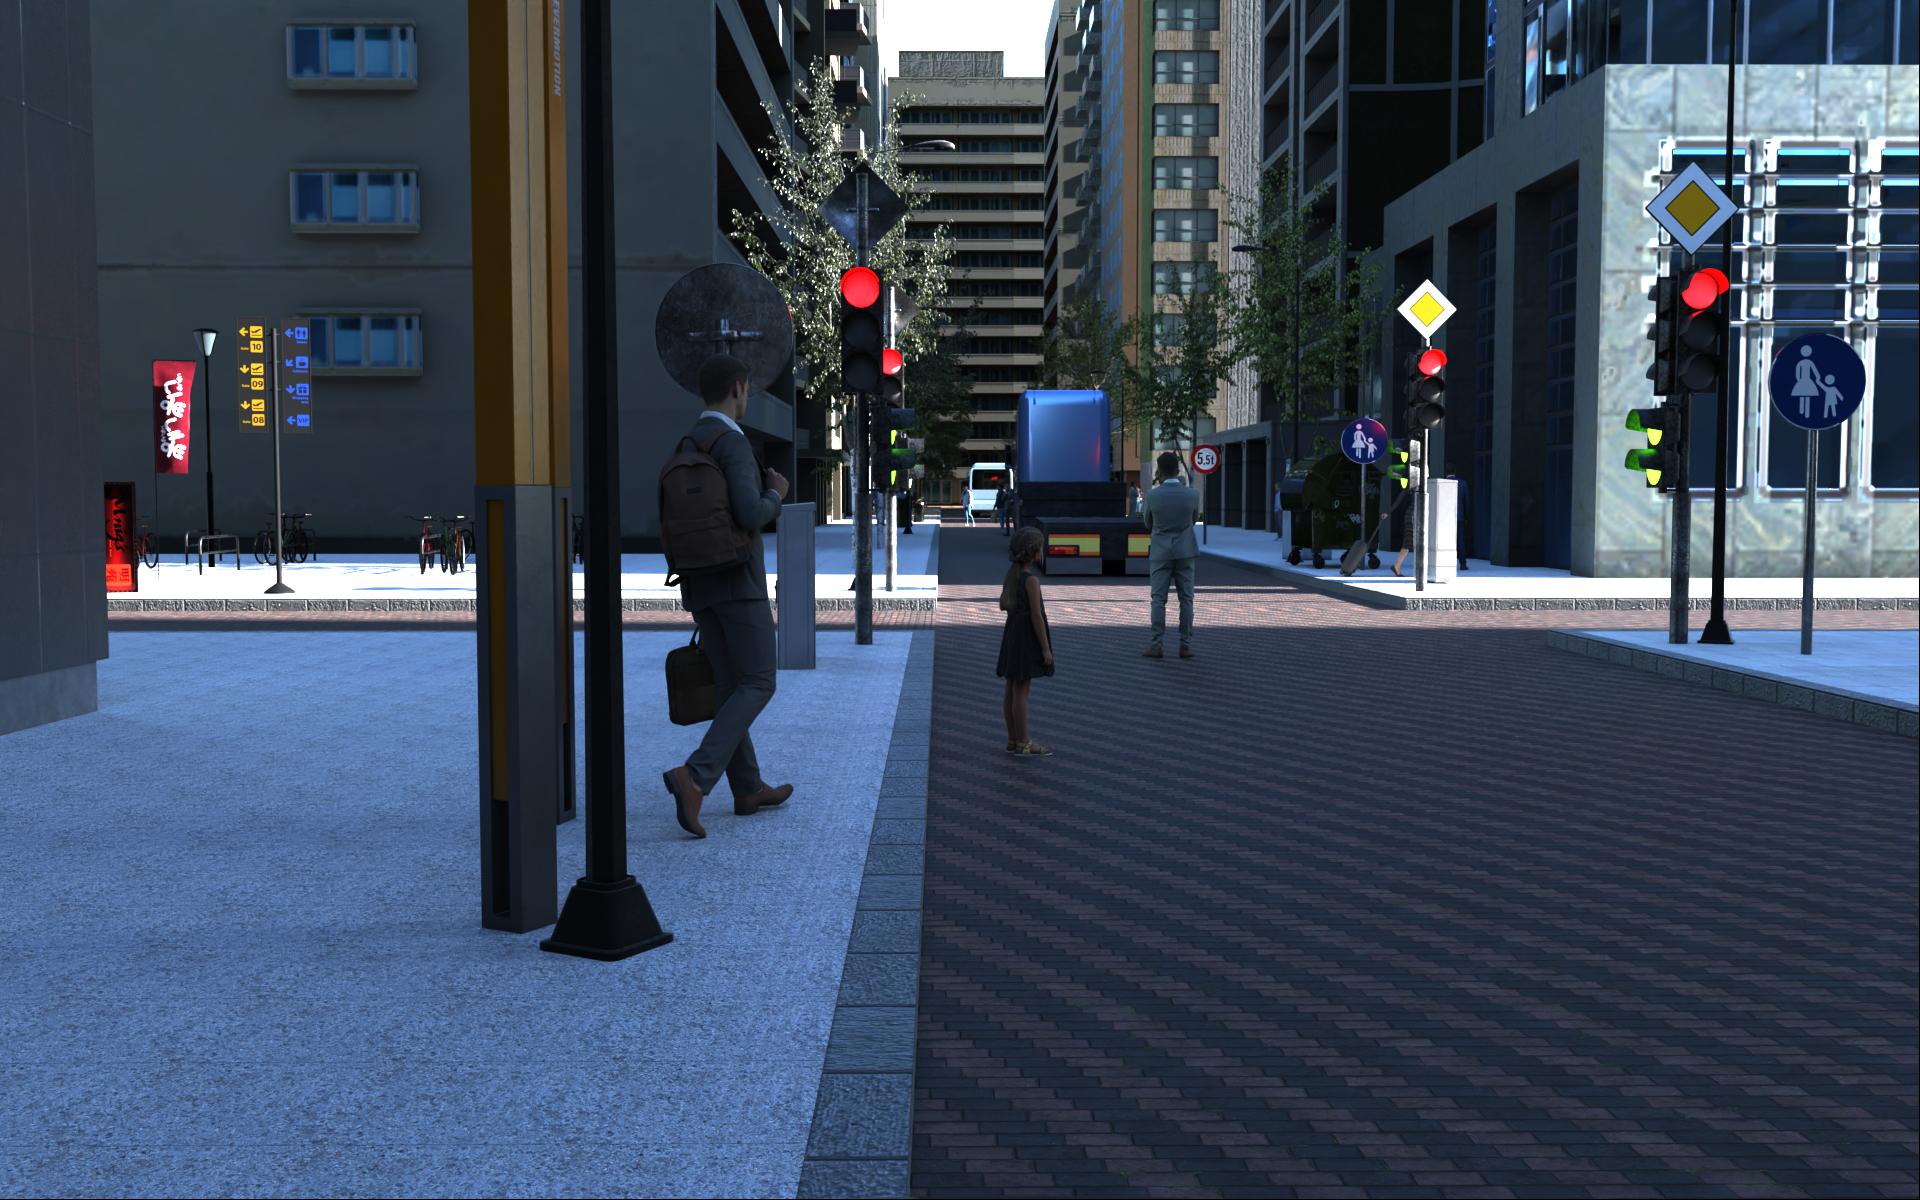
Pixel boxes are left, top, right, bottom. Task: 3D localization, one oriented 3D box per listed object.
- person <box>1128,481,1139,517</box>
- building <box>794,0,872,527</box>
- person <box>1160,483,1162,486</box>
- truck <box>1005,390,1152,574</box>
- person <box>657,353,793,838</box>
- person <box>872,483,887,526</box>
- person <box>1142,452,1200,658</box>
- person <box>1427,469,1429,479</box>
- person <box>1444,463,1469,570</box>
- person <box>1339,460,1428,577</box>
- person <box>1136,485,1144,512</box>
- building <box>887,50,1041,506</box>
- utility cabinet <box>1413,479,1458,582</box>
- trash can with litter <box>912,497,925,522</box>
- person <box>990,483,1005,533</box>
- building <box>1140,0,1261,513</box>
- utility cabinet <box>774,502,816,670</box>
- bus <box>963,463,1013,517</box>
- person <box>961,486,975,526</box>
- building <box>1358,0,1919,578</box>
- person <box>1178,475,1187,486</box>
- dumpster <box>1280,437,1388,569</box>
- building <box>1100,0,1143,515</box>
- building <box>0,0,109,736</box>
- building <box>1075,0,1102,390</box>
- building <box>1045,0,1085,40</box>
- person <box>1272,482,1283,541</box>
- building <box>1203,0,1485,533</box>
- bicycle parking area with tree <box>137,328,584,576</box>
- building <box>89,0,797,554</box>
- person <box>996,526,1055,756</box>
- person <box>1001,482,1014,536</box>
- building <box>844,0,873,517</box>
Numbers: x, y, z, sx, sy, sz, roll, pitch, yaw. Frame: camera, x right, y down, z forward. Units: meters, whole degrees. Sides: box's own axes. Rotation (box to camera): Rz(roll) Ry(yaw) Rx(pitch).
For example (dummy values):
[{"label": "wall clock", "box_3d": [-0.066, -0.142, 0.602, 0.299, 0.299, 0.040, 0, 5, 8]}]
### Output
[{"label": "person", "box_3d": [7.195, -3.996, 71.553, 0.466, 1.800, 0.511, -2, 4, -35]}, {"label": "building", "box_3d": [-15.406, -25.980, 79.393, 22.147, 44.769, 28.867, 0, 4, -1]}, {"label": "person", "box_3d": [6.758, -3.175, 58.162, 0.583, 1.804, 0.606, -3, 5, -45]}, {"label": "truck", "box_3d": [2.678, -3.015, 39.059, 2.967, 4.110, 18.799, 0, 4, 0]}, {"label": "person", "box_3d": [-0.943, -0.046, 6.764, 0.622, 1.834, 0.822, 3, 4, 38]}, {"label": "person", "box_3d": [-3.260, -3.908, 70.040, 0.635, 1.810, 0.391, -1, 4, -20]}, {"label": "person", "box_3d": [1.858, -0.404, 15.289, 0.511, 1.800, 0.466, -1, 4, -14]}, {"label": "person", "box_3d": [8.790, -1.605, 32.557, 0.573, 1.790, 0.520, -2, 4, -32]}, {"label": "person", "box_3d": [8.305, -1.404, 29.180, 0.721, 1.800, 0.419, 0, 4, -7]}, {"label": "person", "box_3d": [6.693, -1.255, 26.776, 1.509, 1.804, 0.699, 1, 4, 22]}, {"label": "person", "box_3d": [8.779, -4.789, 85.188, 0.563, 1.720, 0.643, 1, 4, 11]}, {"label": "building", "box_3d": [2.579, -34.857, 193.619, 21.600, 48.544, 21.300, 0, 4, -1]}, {"label": "utility cabinet", "box_3d": [6.940, -1.015, 25.268, 0.318, 1.500, 1.173, 0, 4, 0]}, {"label": "trash can with litter", "box_3d": [-2.112, -4.115, 78.662, 1.055, 1.170, 0.624, 1, 4, 15]}, {"label": "person", "box_3d": [1.488, -3.386, 63.846, 0.794, 1.824, 0.713, -1, 4, -23]}, {"label": "building", "box_3d": [16.351, -24.891, 90.555, 14.154, 41.232, 14.086, 0, 4, -1]}, {"label": "utility cabinet", "box_3d": [-1.252, -0.120, 13.127, 0.306, 1.237, 1.020, 0, 4, -6]}, {"label": "bus", "box_3d": [1.752, -7.005, 109.388, 2.948, 3.499, 13.247, 0, 4, -1]}, {"label": "person", "box_3d": [0.374, -4.221, 77.784, 0.793, 1.790, 0.793, 1, 4, 15]}, {"label": "building", "box_3d": [25.036, -44.181, 35.035, 31.000, 86.520, 22.319, 0, 4, -1]}, {"label": "person", "box_3d": [6.146, -2.576, 48.347, 0.526, 1.800, 0.537, -1, 4, -20]}, {"label": "dumpster", "box_3d": [6.533, -1.702, 30.320, 1.502, 2.255, 1.985, 0, 4, -1]}, {"label": "building", "box_3d": [16.499, -28.109, 109.699, 14.600, 45.320, 14.200, 0, 4, -1]}, {"label": "building", "box_3d": [-19.945, -11.312, 4.018, 30.058, 24.678, 14.314, 0, 4, -1]}, {"label": "building", "box_3d": [20.493, -31.334, 131.915, 23.786, 49.044, 30.456, 0, 4, -1]}, {"label": "building", "box_3d": [18.958, -32.744, 159.058, 21.300, 48.544, 21.600, 0, 4, -1]}, {"label": "person", "box_3d": [8.741, -2.420, 47.423, 0.330, 1.601, 0.589, 0, 4, -3]}, {"label": "building", "box_3d": [20.449, -38.025, 59.955, 20.563, 71.187, 20.611, 0, 4, -1]}, {"label": "bicycle parking area with tree", "box_3d": [-10.528, -2.643, 30.213, 8.231, 4.147, 9.016, 1, 4, 9]}, {"label": "building", "box_3d": [-16.020, -25.835, 46.098, 21.300, 48.544, 21.600, 0, 4, -1]}, {"label": "person", "box_3d": [0.372, 0.220, 9.576, 0.373, 1.253, 0.362, -1, 4, -20]}, {"label": "person", "box_3d": [1.731, -3.122, 59.350, 0.655, 1.846, 0.447, 1, 4, 17]}, {"label": "building", "box_3d": [-16.698, -48.847, 111.325, 22.319, 86.520, 31.000, 0, 4, -1]}]
